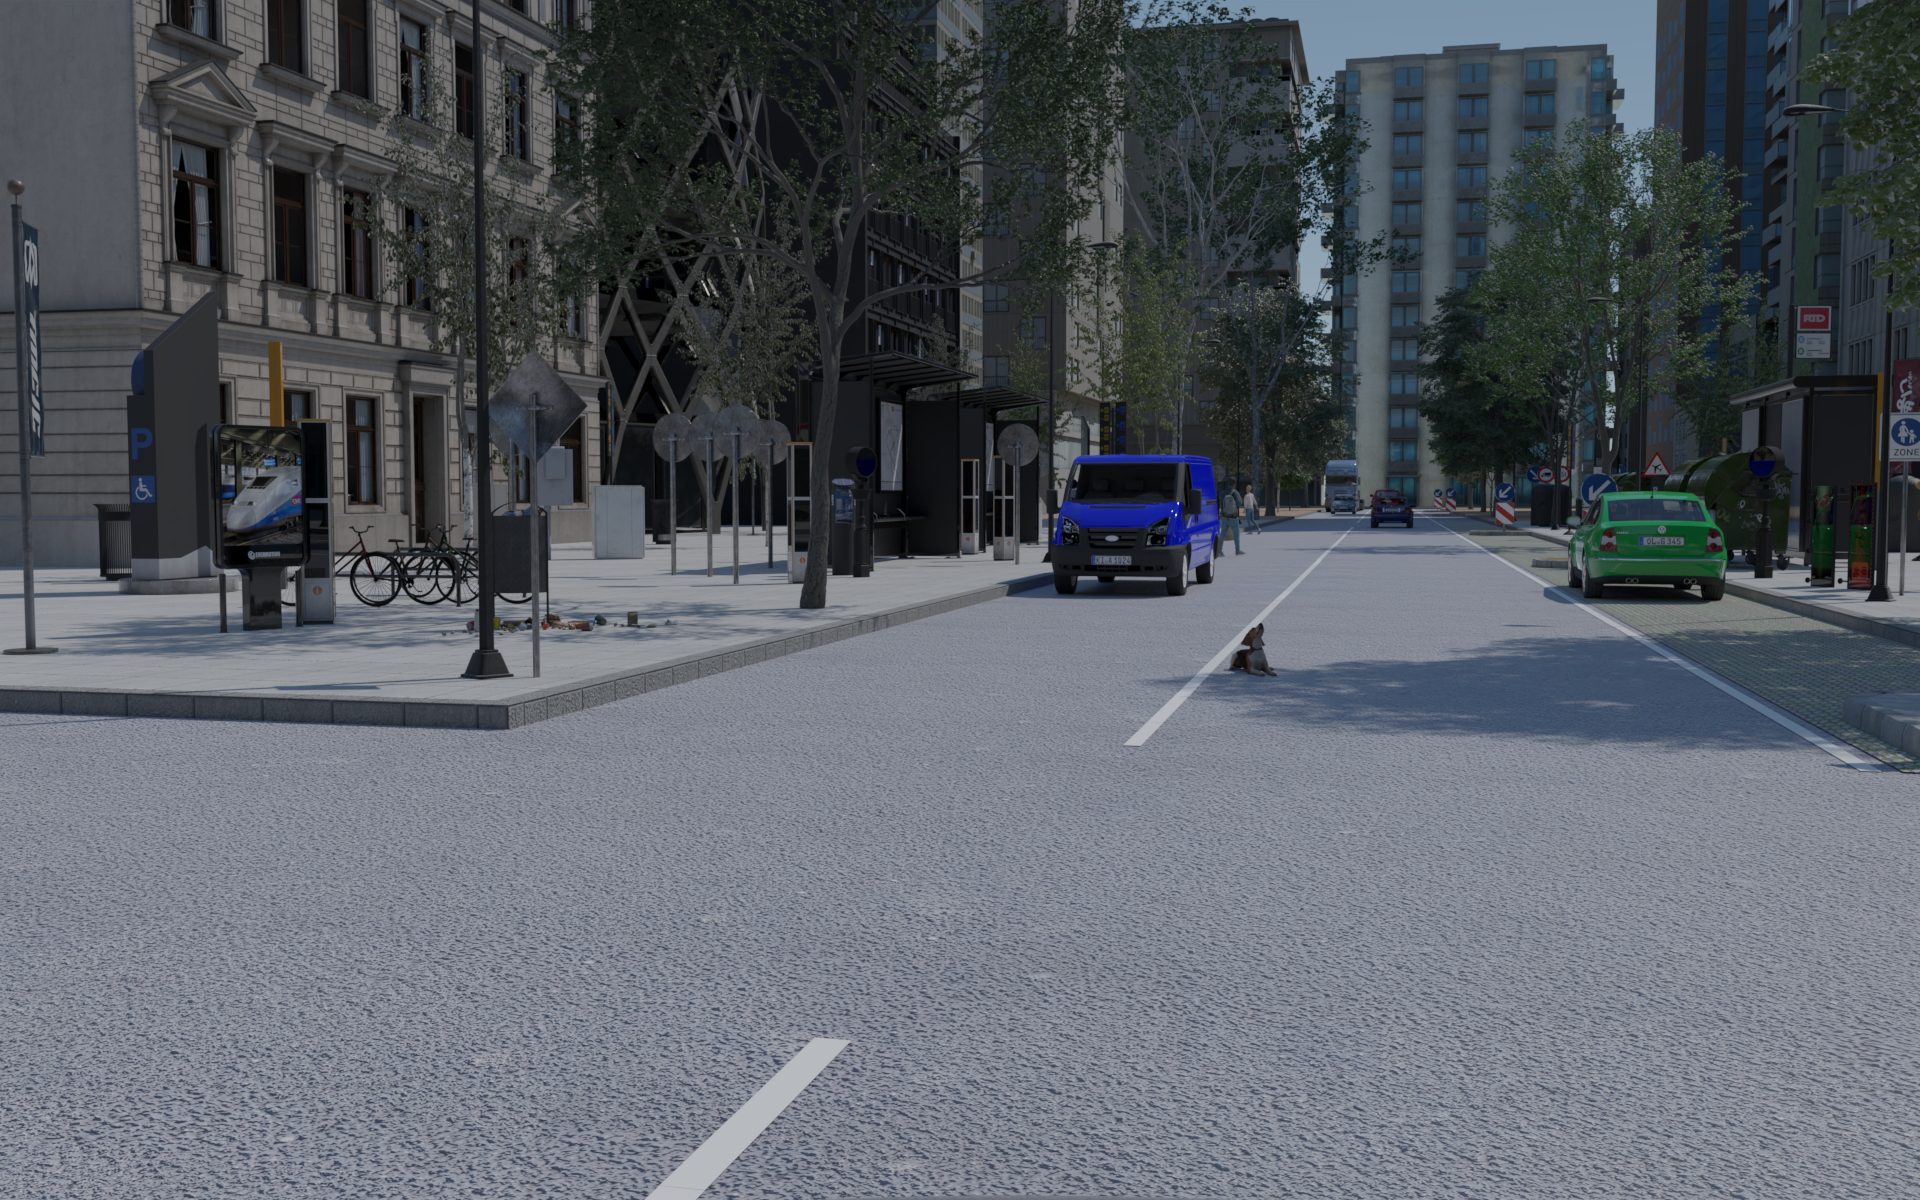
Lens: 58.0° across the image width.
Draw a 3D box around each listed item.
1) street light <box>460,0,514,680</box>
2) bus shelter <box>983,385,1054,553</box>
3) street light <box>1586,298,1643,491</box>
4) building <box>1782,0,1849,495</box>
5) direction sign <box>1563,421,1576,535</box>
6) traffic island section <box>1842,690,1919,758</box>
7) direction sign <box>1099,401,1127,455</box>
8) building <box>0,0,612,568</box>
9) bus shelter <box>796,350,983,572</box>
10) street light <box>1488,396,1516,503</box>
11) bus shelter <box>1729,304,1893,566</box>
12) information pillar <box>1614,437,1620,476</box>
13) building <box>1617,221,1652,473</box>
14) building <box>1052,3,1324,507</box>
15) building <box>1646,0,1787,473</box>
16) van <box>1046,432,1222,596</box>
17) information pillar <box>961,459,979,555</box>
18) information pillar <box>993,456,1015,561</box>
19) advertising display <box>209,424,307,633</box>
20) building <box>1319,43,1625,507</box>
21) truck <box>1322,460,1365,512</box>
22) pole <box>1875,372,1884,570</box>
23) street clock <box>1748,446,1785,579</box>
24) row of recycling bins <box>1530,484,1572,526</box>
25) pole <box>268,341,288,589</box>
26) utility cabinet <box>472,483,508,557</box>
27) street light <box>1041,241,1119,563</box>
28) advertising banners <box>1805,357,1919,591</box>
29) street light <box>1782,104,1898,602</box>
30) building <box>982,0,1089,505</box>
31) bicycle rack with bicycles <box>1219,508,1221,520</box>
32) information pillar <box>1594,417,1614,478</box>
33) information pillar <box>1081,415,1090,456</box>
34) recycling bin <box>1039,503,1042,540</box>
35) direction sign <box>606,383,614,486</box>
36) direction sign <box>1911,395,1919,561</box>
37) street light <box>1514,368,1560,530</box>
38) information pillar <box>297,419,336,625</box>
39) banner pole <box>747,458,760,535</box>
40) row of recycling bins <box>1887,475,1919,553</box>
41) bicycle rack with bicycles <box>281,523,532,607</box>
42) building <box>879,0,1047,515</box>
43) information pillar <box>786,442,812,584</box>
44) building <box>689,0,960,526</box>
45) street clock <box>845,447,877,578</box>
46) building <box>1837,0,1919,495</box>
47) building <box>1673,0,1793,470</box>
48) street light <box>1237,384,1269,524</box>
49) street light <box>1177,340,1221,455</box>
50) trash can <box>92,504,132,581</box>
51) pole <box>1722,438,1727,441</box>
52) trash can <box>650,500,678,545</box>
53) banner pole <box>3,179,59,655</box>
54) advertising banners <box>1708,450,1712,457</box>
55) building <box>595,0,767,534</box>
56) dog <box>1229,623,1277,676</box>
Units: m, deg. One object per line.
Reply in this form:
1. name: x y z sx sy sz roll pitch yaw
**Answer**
1. street light: -2.794 -2.403 11.837 1.470 5.913 1.316 1 4 14
2. bus shelter: 0.787 -3.020 40.664 1.731 3.624 6.357 1 4 14
3. street light: 15.497 -4.186 40.978 1.470 5.913 1.316 1 4 14
4. building: 48.822 -24.600 85.810 14.154 41.232 14.086 1 4 14
5. direction sign: 19.150 -3.813 54.335 0.379 3.537 0.876 2 4 34
6. traffic island section: 6.327 0.761 9.840 2.009 0.180 2.903 1 4 14
7. direction sign: 3.765 -3.101 42.695 0.379 3.537 0.876 -3 5 -42
8. building: -16.417 -10.681 39.264 10.561 19.102 19.286 1 4 14
9. bus shelter: -1.200 -2.465 31.584 1.731 3.624 6.357 1 4 14
10. street light: 25.615 -6.682 81.791 1.470 5.913 1.316 1 4 14
11. bus shelter: 16.808 -3.483 34.579 2.179 5.291 8.768 1 4 14
12. information pillar: 27.085 -4.907 71.582 0.183 3.616 0.504 0 4 -6
13. building: 75.294 -24.794 177.076 14.107 30.474 14.160 1 4 14
14. building: 26.942 -37.103 195.869 27.495 52.752 28.713 1 4 14
15. building: 60.175 -29.328 129.632 14.600 45.320 14.200 1 4 14
16. van: 2.745 -1.344 26.367 2.240 2.365 5.245 1 4 15
17. information pillar: 0.212 -1.964 36.605 0.304 2.012 0.304 1 4 18
18. information pillar: 0.846 -1.763 33.309 0.304 2.012 0.304 -3 5 -40
19. advertising display: -6.599 -0.680 16.333 0.123 1.923 0.974 2 4 29
20. building: 54.713 -34.732 187.477 30.456 49.044 23.786 1 4 14
21. truck: 31.824 -9.364 142.852 2.967 4.110 18.799 1 4 15
22. pole: 15.440 -2.154 29.062 0.158 3.312 0.155 0 3 0
23. street clock: 12.255 -1.333 26.357 0.358 2.002 0.471 -2 4 -28
24. row of recycling bins: 24.392 -3.924 71.277 1.069 1.692 3.534 2 4 35
25. pole: -9.160 -1.799 23.264 0.158 3.312 0.155 0 3 0
26. utility cabinet: -9.439 -1.593 34.723 0.318 1.500 1.173 -3 5 -39
27. street light: 2.225 -3.643 32.106 1.470 5.913 1.316 1 4 14
28. advertising banners: 12.057 -1.648 23.135 0.090 3.025 2.074 -1 4 -11
29. street light: 10.509 -2.946 20.714 1.470 5.913 1.316 1 4 14
30. building: -1.864 -33.540 137.610 27.495 52.752 28.713 1 4 14
31. bicycle rack with bicycles: 11.820 -4.253 82.912 2.852 0.926 2.925 -1 4 -11
32. information pillar: 19.655 -3.777 53.104 0.504 3.616 0.183 -1 4 -10
33. information pillar: 3.709 -3.671 51.374 0.183 3.616 0.504 -1 4 -21
34. recycling bin: 1.876 -2.213 48.738 0.722 1.027 0.722 1 4 19
35. direction sign: -7.200 -2.676 35.746 0.379 3.537 0.876 0 4 -4
36. direction sign: 18.433 -2.511 33.054 0.379 3.537 0.876 -3 5 -39
37. street light: 20.635 -5.442 61.511 1.470 5.913 1.316 1 4 14
38. information pillar: -6.339 -0.770 17.076 0.304 2.012 0.304 -1 4 -16
39. banner pole: -6.430 -3.916 54.041 0.401 3.779 0.863 0 4 2
40. row of recycling bins: 22.192 -1.911 38.352 3.534 1.692 1.069 0 3 0
41. bicycle rack with bicycles: -6.279 -0.438 20.546 2.925 0.926 2.852 1 4 11
42. building: -11.914 -25.177 103.531 32.217 40.220 23.993 1 4 14
43. information pillar: -2.295 -1.242 24.794 0.304 2.012 0.304 -1 4 -19
44. building: -7.854 -15.195 78.111 12.332 23.373 15.834 1 4 14
45. street clock: -1.520 -1.350 26.642 0.358 2.002 0.471 3 5 41
46. building: 43.366 -15.251 67.376 12.078 24.808 19.932 1 4 14
47. building: 58.781 -48.481 105.334 22.319 86.520 31.000 1 4 14
48. street light: 12.337 -6.164 73.318 1.470 5.913 1.316 1 4 14
49. street light: 7.147 -4.883 52.386 1.470 5.913 1.316 1 4 14
50. trash can: -12.444 -0.860 25.710 0.748 1.137 0.748 0 3 0
51. pole: 27.697 -4.219 62.818 0.158 3.312 0.155 0 3 0
52. trash can: -7.543 -1.989 44.170 0.748 1.137 0.748 0 3 0
53. banner pole: -7.561 -1.473 14.098 0.401 3.779 0.863 -1 4 -14
54. advertising banners: 29.935 -4.495 69.680 0.090 3.025 2.074 1 4 9
55. building: -15.309 -11.627 57.554 16.820 18.784 16.811 1 4 14
56. dog: 2.421 0.379 13.993 0.550 0.427 0.748 2 4 33
